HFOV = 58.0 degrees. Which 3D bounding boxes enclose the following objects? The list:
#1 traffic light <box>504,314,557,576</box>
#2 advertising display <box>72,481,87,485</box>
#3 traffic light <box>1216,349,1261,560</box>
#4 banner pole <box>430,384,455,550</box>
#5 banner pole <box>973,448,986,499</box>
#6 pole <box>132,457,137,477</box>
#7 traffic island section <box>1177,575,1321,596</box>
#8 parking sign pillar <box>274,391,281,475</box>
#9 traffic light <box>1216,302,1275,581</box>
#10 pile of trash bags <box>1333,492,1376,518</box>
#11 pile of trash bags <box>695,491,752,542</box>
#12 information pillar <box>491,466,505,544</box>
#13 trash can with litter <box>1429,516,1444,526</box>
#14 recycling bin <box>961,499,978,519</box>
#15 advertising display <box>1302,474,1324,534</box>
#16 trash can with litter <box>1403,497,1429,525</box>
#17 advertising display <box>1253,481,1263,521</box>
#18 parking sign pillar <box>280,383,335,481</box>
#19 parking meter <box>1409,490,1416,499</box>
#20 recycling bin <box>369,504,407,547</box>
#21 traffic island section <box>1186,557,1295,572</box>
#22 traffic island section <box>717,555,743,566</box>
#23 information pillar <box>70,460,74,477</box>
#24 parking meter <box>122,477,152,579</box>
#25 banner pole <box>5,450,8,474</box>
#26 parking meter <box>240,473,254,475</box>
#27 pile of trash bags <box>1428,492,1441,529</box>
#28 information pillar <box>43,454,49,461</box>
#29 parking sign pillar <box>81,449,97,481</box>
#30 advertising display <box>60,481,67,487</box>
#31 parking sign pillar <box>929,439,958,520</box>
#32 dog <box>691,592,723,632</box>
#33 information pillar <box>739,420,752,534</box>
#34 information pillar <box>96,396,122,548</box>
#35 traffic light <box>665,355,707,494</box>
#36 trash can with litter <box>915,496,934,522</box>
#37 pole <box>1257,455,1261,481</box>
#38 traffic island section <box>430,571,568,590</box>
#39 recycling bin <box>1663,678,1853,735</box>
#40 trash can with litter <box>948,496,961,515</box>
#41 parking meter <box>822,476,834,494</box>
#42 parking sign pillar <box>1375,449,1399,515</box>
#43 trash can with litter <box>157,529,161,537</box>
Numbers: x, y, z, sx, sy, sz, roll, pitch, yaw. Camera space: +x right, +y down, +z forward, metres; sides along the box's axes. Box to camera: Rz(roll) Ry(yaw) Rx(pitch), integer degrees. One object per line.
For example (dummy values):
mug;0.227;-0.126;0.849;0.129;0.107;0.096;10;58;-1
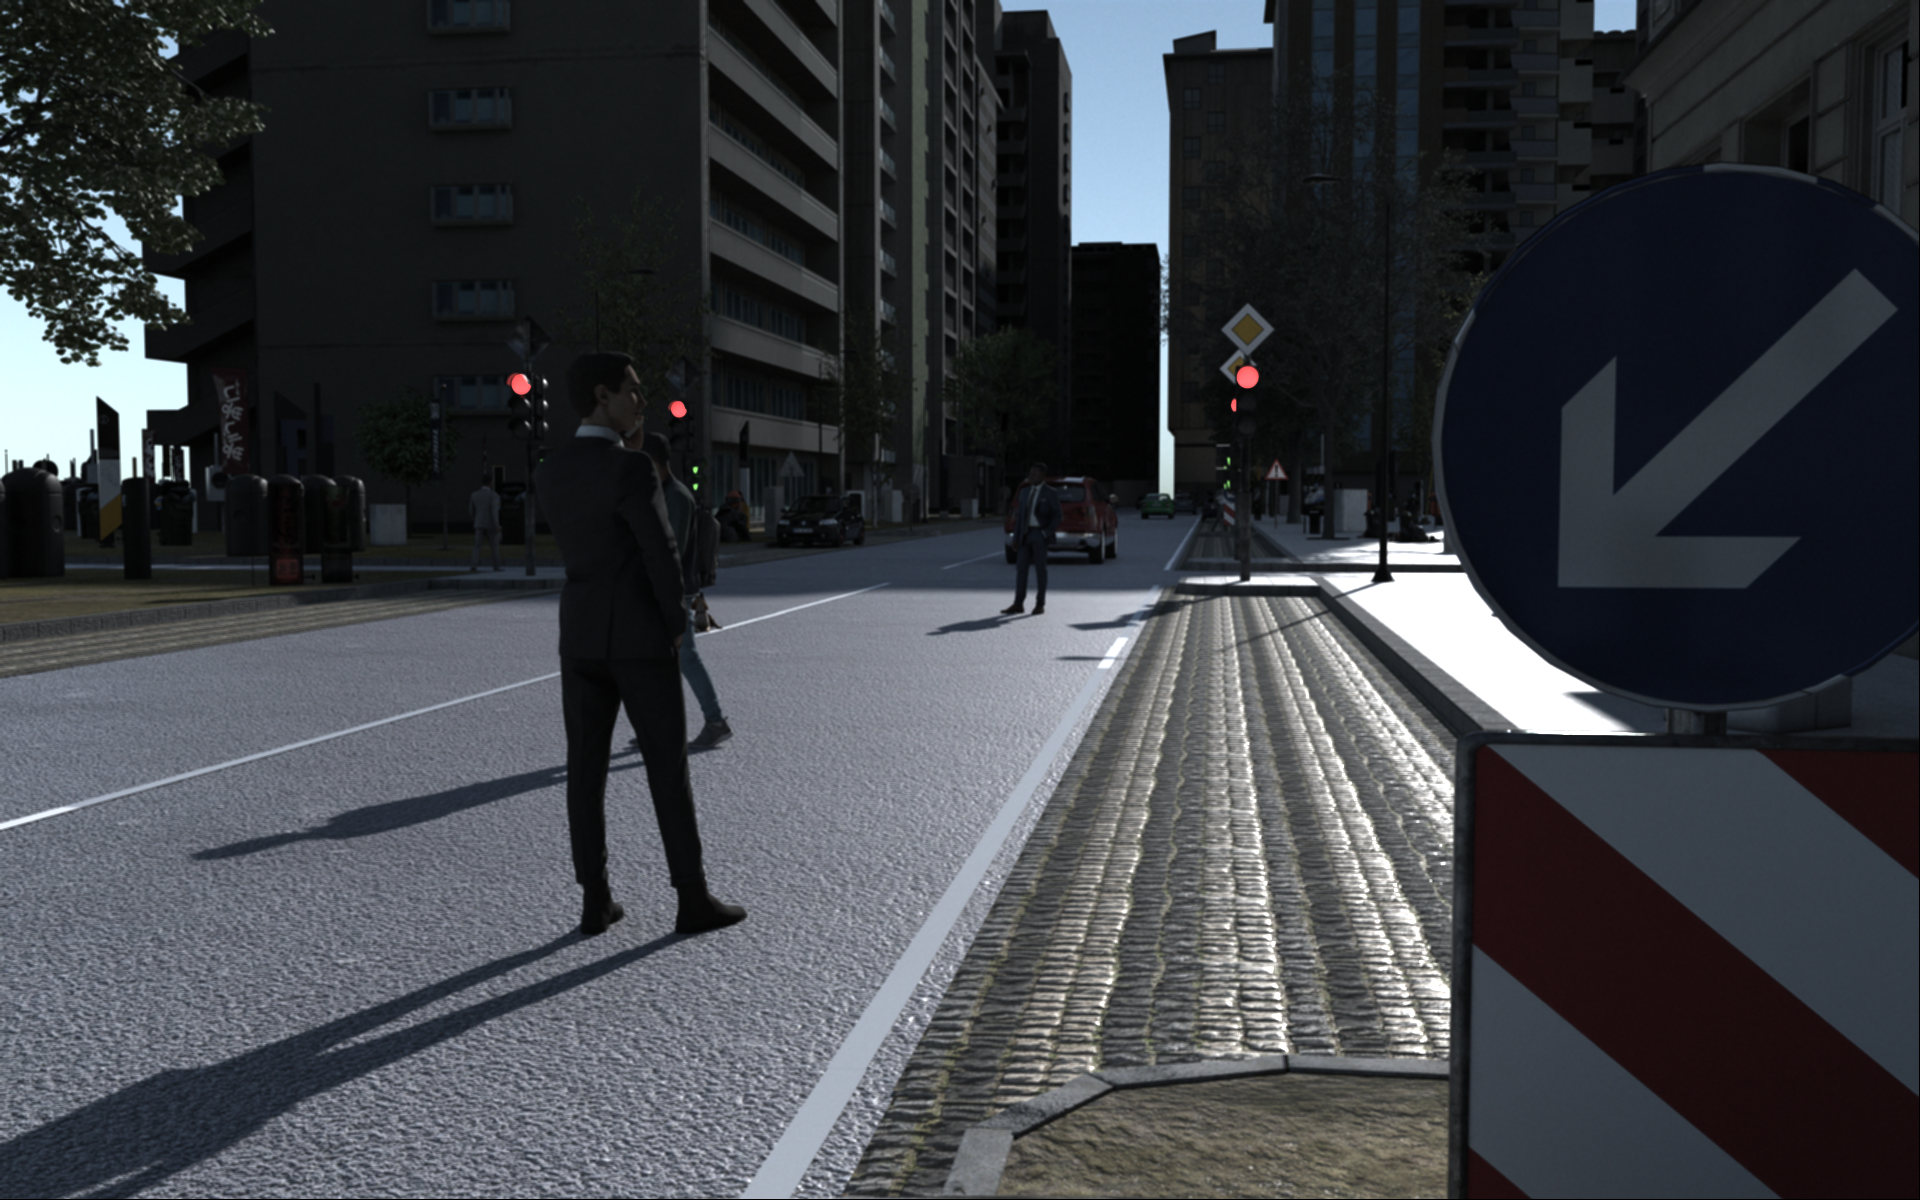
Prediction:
traffic light;-6.739;-2.337;27.129;0.839;4.253;0.868;1;4;8
advertising display;-42.811;-4.854;84.570;0.123;1.923;0.974;2;4;35
traffic light;5.368;-2.723;33.443;0.839;4.253;0.868;1;4;8
banner pole;-11.951;-3.042;39.761;0.401;3.779;0.863;-3;5;-44
banner pole;0.992;-6.321;93.363;0.863;3.779;0.401;1;4;15
pole;-45.731;-6.249;96.019;0.158;3.312;0.155;0;3;0
traffic island section;4.245;-0.206;25.651;2.009;0.180;2.903;1;4;8
parking sign pillar;-17.347;-3.500;45.702;1.447;3.967;1.447;3;5;39
traffic light;4.207;-2.240;25.543;0.839;4.253;0.868;1;4;8
pile of trash bags;19.805;-4.679;86.256;1.912;1.369;3.447;0;4;-6
pile of trash bags;-6.595;-2.306;47.464;1.912;1.369;3.447;1;4;9
information pillar;-11.926;-2.463;44.769;0.304;2.012;0.304;-1;4;-22
trash can with litter;19.536;-3.608;70.380;0.624;1.170;1.055;1;4;21
recycling bin;0.488;-4.760;90.380;0.722;1.027;0.722;1;4;23
advertising display;11.416;-3.086;55.674;0.123;1.923;0.974;-3;4;-38
trash can with litter;19.137;-3.734;72.441;1.055;1.170;0.624;-1;4;-17
advertising display;14.509;-4.842;84.385;0.123;1.923;0.974;-1;4;-10
parking sign pillar;-15.788;-3.318;42.717;1.447;3.967;1.447;-2;4;-30
parking meter;27.836;-6.005;106.592;0.372;1.533;0.369;0;3;0
recycling bin;-14.114;-1.846;42.739;0.722;1.027;0.722;-2;4;-33
traffic island section;5.406;-0.689;33.552;2.009;0.180;2.903;1;4;8
traffic island section;-5.617;-0.788;35.170;2.009;0.180;2.903;1;4;8
information pillar;-61.078;-7.822;119.236;0.183;3.616;0.504;-1;4;-8
parking meter;-12.426;-1.084;26.136;0.372;1.533;0.369;0;3;0
banner pole;-53.943;-6.609;98.068;0.401;3.779;0.863;-2;4;-26
parking meter;-18.681;-2.434;45.513;0.255;1.863;0.399;1;4;12
pile of trash bags;18.983;-3.303;63.750;3.447;1.369;1.912;2;4;25
information pillar;-53.112;-6.704;100.965;0.183;3.616;0.504;-2;4;-25
parking sign pillar;-52.268;-7.066;103.996;1.447;3.967;1.447;0;4;-2
advertising display;-43.152;-4.739;82.704;0.974;1.923;0.123;-3;4;-38
parking sign pillar;-0.800;-5.943;85.633;1.447;3.967;1.447;0;4;1
dog;-2.646;0.117;18.283;0.550;0.427;0.748;3;4;37
information pillar;-6.853;-3.903;55.165;0.183;3.616;0.504;-3;4;-37
information pillar;-20.354;-3.062;41.411;0.504;3.616;0.183;-2;4;-34
traffic light;-5.579;-2.820;35.030;0.839;4.253;0.868;1;4;8
trash can with litter;-1.907;-4.309;81.516;1.678;1.210;2.233;0;4;-5
pole;15.505;-5.878;89.953;0.158;3.312;0.155;0;3;0
traffic island section;-6.777;-0.305;27.269;2.009;0.180;2.903;1;4;8
recycling bin;4.455;0.177;9.664;0.722;1.027;0.722;-2;4;-30
trash can with litter;-0.245;-5.757;105.189;2.233;1.210;1.678;0;4;-7
parking meter;-4.407;-3.176;57.646;0.399;1.863;0.255;-2;4;-31
parking sign pillar;25.714;-7.085;104.313;1.447;3.967;1.447;-3;5;-43
trash can with litter;-23.316;-2.426;51.057;1.055;1.170;0.624;2;4;32
